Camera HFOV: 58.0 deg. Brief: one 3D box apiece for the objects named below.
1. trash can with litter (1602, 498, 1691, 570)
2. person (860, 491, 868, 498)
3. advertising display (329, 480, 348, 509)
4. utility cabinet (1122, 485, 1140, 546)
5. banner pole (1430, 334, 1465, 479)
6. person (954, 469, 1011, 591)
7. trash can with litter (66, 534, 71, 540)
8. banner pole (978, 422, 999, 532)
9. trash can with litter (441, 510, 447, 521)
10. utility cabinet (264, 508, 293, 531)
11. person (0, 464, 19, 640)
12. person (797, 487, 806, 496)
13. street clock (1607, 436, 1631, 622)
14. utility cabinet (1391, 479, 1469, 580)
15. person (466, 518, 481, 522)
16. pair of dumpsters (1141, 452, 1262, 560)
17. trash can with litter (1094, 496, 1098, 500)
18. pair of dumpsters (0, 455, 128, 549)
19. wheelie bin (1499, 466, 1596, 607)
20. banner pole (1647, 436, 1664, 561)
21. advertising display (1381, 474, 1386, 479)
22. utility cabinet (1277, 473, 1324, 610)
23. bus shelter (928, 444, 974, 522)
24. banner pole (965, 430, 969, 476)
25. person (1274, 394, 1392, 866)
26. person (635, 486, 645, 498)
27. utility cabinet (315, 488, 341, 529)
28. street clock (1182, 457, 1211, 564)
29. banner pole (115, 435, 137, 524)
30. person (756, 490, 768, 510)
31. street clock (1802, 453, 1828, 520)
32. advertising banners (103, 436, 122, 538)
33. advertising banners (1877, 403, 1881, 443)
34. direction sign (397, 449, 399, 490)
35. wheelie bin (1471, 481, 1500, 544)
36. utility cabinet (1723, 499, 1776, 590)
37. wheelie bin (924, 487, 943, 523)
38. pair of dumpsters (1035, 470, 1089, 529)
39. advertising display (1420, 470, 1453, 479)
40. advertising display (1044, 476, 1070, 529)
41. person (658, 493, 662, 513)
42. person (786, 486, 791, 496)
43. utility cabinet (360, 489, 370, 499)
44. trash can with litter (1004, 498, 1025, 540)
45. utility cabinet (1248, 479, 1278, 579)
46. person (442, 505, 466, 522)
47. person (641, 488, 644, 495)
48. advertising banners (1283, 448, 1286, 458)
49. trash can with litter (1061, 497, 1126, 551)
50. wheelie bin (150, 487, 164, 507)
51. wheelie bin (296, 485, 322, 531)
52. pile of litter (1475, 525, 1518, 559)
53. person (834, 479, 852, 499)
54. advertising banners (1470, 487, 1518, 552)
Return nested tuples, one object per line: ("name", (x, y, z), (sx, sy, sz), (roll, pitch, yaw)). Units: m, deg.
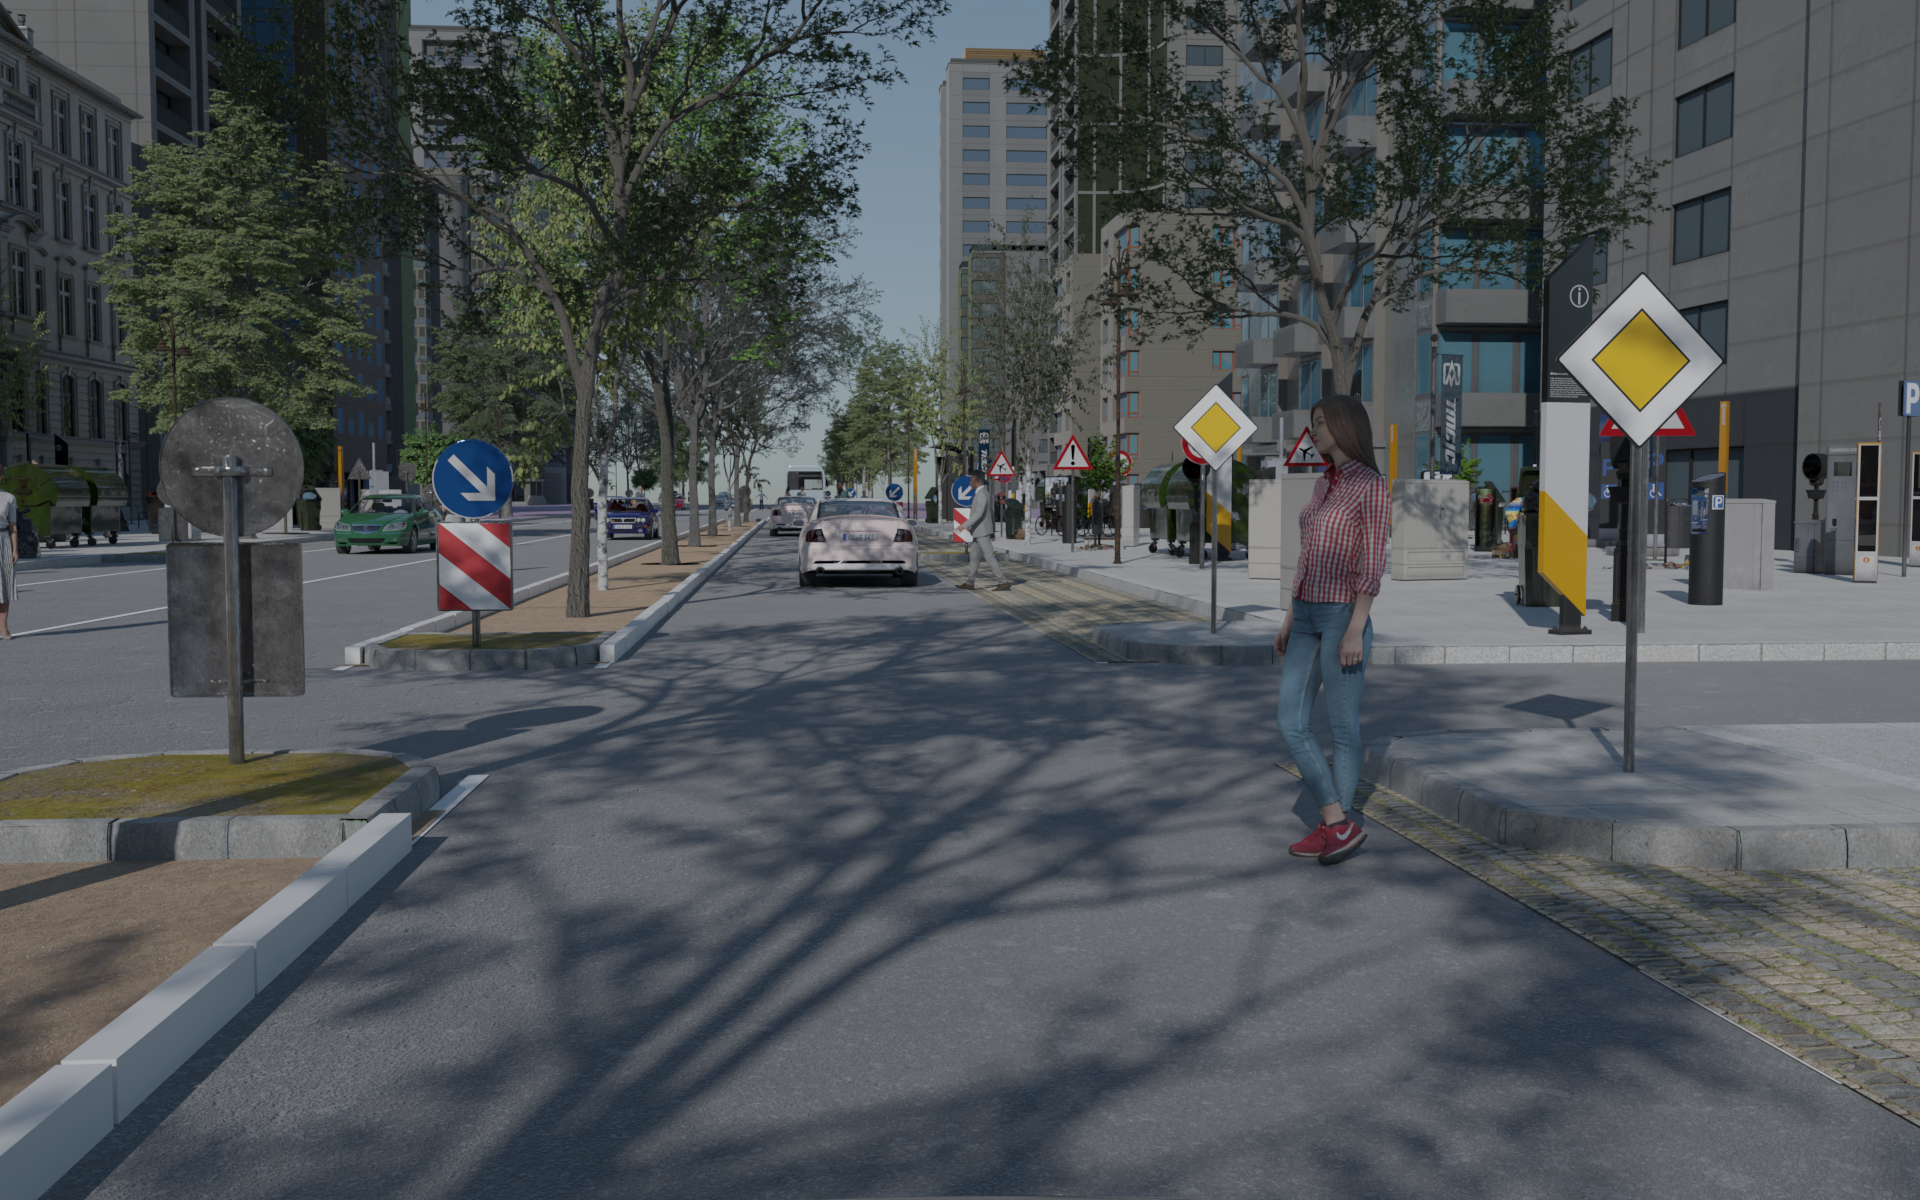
("trash can with litter", (12.050, -1.160, 30.021), (2.233, 1.210, 1.678), (-1, 4, -11))
("person", (-4.718, -4.581, 85.210), (0.589, 1.601, 0.330), (0, 4, -1))
("advertising display", (-28.241, -4.480, 78.467), (0.974, 1.923, 0.123), (-2, 4, -31))
("utility cabinet", (4.177, -2.068, 42.488), (0.318, 1.500, 1.173), (1, 4, 13))
("banner pole", (7.605, -2.278, 27.258), (0.863, 3.779, 0.401), (-2, 4, -30))
("person", (0.329, -1.020, 25.459), (0.850, 1.792, 0.678), (0, 4, 6))
("trash can with litter", (-25.227, -2.265, 48.421), (0.624, 1.170, 1.055), (-1, 4, -18))
("banner pole", (0.949, -4.212, 58.876), (0.863, 3.779, 0.401), (3, 4, 37))
("trash can with litter", (-24.526, -4.350, 82.503), (1.055, 1.170, 0.624), (2, 4, 35))
("utility cabinet", (-24.160, -3.063, 61.246), (1.020, 1.237, 0.306), (-2, 4, -27))
("person", (-9.460, -0.480, 16.923), (0.480, 1.755, 0.524), (-3, 4, -37))
("person", (-8.065, -4.898, 88.687), (0.635, 1.810, 0.391), (1, 4, 21))
("street clock", (6.676, -0.784, 17.396), (0.358, 2.002, 0.471), (2, 4, 32))
("utility cabinet", (7.005, -1.045, 25.770), (1.173, 1.500, 0.318), (-1, 4, -22))
("person", (-13.043, -2.287, 46.459), (0.524, 1.755, 0.480), (3, 5, 39))
("pair of dumpsters", (4.901, -2.015, 35.436), (1.574, 2.255, 4.437), (0, 4, -6))
("trash can with litter", (6.817, -4.635, 87.172), (0.624, 1.170, 1.055), (1, 4, 10))
("pair of dumpsters", (-21.853, -2.424, 42.127), (1.574, 2.255, 4.437), (0, 4, -5))
("wheelie bin", (6.763, -0.728, 19.804), (0.980, 1.594, 0.693), (1, 4, 9))
("banner pole", (13.220, -2.638, 33.143), (0.863, 3.779, 0.401), (-3, 4, -39))
("advertising display", (13.573, -3.111, 56.073), (0.123, 1.923, 0.974), (2, 4, 32))
("utility cabinet", (3.795, -0.602, 18.514), (0.318, 1.500, 1.173), (-1, 4, -11))
("bus shelter", (-0.428, -5.601, 82.864), (1.731, 3.624, 6.357), (0, 4, -6))
("banner pole", (0.244, -4.764, 67.904), (0.401, 3.779, 0.863), (-1, 4, -12))
("person", (1.446, 0.102, 6.840), (0.388, 1.821, 0.555), (-2, 4, -34))
("person", (-14.510, -4.302, 79.020), (0.590, 1.801, 0.661), (2, 4, 24))
("utility cabinet", (-23.102, -3.310, 62.792), (1.173, 1.500, 0.318), (-3, 5, -40))
("street clock", (4.307, -1.655, 31.623), (0.471, 2.002, 0.358), (2, 4, 31))
("banner pole", (-35.438, -5.107, 73.516), (0.401, 3.779, 0.863), (2, 4, 35))
("person", (-17.930, -9.040, 156.289), (1.348, 1.826, 0.705), (-2, 4, -30))
("street clock", (15.250, -1.608, 30.867), (0.358, 2.002, 0.471), (-1, 4, -17))
("advertising banners", (-25.091, -3.372, 51.328), (0.090, 3.025, 2.074), (-1, 4, -10))
("advertising banners", (17.311, -2.238, 32.783), (0.090, 3.025, 2.074), (2, 4, 32))
("direction sign", (-28.376, -5.838, 87.447), (0.379, 3.537, 0.876), (-1, 4, -16))
("wheelie bin", (12.590, -2.044, 41.328), (0.693, 1.594, 0.980), (2, 4, 31))
("utility cabinet", (10.522, -0.756, 23.524), (0.306, 1.237, 1.020), (-2, 4, -30))
("wheelie bin", (-1.143, -4.175, 76.166), (0.693, 1.594, 0.980), (-2, 4, -29))
("pair of dumpsters", (3.929, -3.875, 65.854), (1.574, 2.255, 4.437), (0, 4, -6))
("advertising display", (12.938, -2.558, 47.032), (0.974, 1.923, 0.123), (-1, 4, -20))
("advertising display", (3.520, -3.518, 62.733), (0.974, 1.923, 0.123), (2, 4, 25))
("person", (-15.242, -4.932, 89.528), (0.661, 1.777, 0.834), (-3, 4, -38))
("person", (-8.780, -4.929, 89.103), (0.388, 1.821, 0.555), (-1, 4, -16))
("utility cabinet", (-27.953, -4.504, 82.321), (1.173, 1.500, 0.318), (2, 4, 24))
("trash can with litter", (1.680, -2.297, 48.938), (0.624, 1.170, 1.055), (-2, 4, -29))
("utility cabinet", (4.923, -1.051, 25.864), (1.173, 1.500, 0.318), (2, 4, 29))
("person", (-8.885, -1.315, 30.564), (0.524, 1.755, 0.480), (3, 5, 41))
("person", (-18.595, -5.598, 100.543), (0.721, 1.766, 1.217), (-2, 4, -30))
("advertising banners", (12.194, -4.263, 65.886), (0.090, 3.025, 2.074), (1, 4, 22))
("trash can with litter", (3.012, -1.781, 40.177), (1.678, 1.210, 2.233), (1, 4, 15))
("wheelie bin", (-35.291, -4.179, 76.236), (0.980, 1.594, 0.693), (-2, 4, -35))
("wheelie bin", (-24.421, -3.472, 64.671), (0.980, 1.594, 0.693), (-3, 5, -43))
("pile of litter", (11.140, -1.264, 34.635), (1.719, 0.858, 1.176), (1, 4, 16))
("person", (-3.186, -2.324, 46.488), (0.713, 1.824, 0.794), (0, 4, -2))
("advertising banners", (12.309, -2.560, 38.039), (2.074, 3.025, 0.090), (2, 4, 25))
